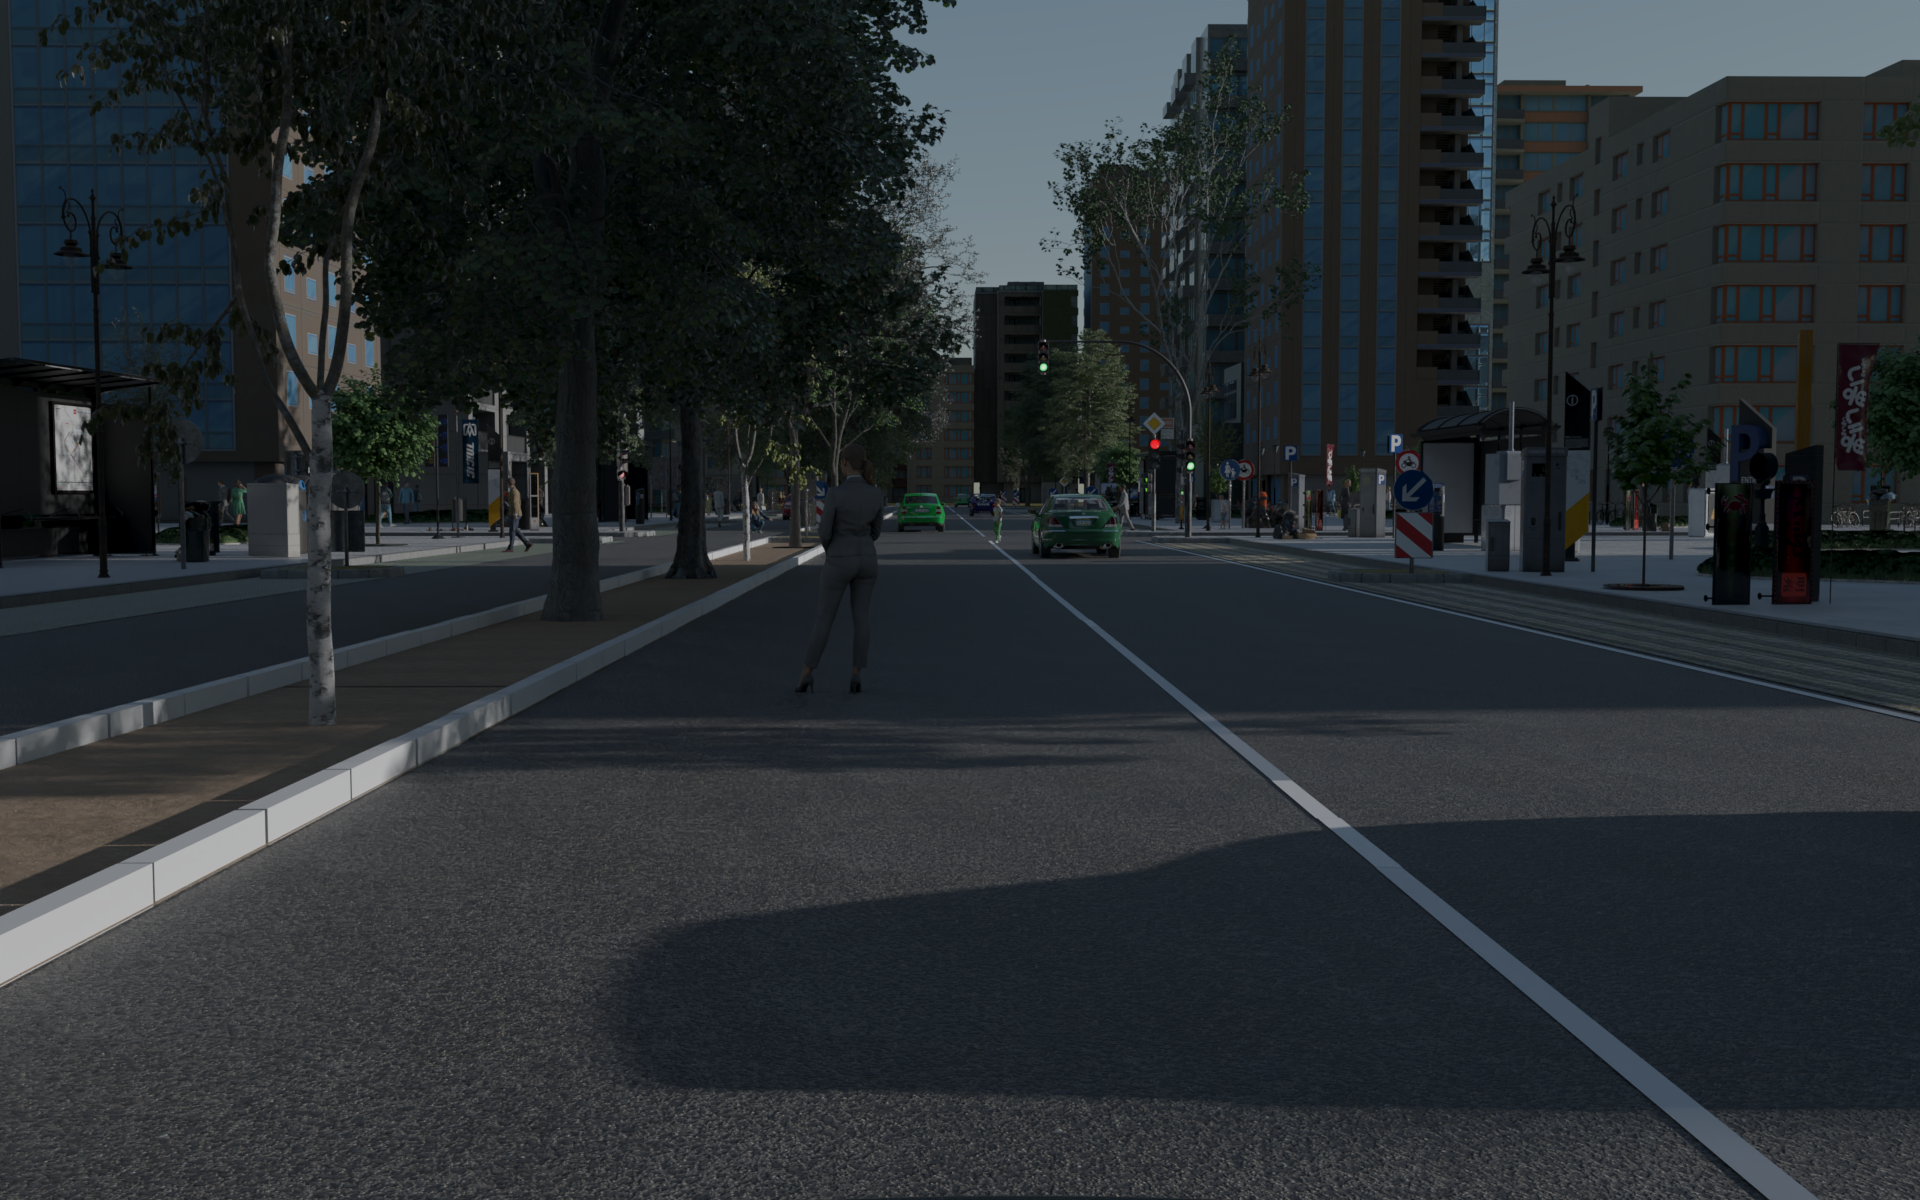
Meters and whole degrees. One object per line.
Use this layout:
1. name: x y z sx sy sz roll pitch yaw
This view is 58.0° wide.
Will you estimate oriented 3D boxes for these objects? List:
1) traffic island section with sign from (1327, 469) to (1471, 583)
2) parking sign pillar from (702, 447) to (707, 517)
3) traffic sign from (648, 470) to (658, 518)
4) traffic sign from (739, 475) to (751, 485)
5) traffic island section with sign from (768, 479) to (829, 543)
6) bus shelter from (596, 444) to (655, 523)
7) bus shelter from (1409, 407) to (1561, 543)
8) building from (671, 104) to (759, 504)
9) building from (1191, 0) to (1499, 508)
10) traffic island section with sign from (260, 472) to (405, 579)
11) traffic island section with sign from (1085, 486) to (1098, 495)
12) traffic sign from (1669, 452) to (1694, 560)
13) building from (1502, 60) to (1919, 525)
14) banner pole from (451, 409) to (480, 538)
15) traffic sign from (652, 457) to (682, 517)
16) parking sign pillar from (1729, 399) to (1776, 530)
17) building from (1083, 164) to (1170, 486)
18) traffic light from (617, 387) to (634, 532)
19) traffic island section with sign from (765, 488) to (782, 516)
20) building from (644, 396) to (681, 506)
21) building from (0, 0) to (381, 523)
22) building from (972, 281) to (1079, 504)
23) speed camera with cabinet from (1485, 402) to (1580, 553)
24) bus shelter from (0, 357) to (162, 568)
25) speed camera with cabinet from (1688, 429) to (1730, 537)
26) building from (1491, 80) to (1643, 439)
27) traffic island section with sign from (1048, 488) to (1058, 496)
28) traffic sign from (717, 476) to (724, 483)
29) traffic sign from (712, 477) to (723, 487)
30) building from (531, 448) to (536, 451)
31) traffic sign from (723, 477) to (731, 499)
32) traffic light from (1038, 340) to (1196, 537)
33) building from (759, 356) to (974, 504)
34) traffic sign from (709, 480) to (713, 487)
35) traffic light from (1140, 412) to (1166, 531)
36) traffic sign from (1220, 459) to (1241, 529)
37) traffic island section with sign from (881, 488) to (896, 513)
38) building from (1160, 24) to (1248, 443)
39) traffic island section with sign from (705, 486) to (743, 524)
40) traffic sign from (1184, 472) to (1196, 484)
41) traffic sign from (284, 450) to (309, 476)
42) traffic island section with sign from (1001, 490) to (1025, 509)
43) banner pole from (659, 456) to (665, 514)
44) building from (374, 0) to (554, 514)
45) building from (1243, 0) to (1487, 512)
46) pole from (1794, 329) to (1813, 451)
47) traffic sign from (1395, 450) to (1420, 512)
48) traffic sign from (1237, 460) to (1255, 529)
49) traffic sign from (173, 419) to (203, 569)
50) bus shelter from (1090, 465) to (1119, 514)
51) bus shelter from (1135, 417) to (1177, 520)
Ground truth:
1. traffic island section with sign: 7.162 -1.220 28.576 1.989 1.847 2.006 0 4 -1
2. parking sign pillar: -15.204 -6.760 98.998 1.447 3.967 1.447 -1 4 -10
3. traffic sign: -16.539 -5.661 92.670 0.768 2.556 0.104 0 4 4
4. traffic sign: -14.107 -6.954 113.806 0.768 2.556 0.104 0 3 0
5. traffic island section with sign: -4.634 -2.657 51.580 2.006 1.907 1.989 0 4 -1
6. bus shelter: -15.628 -5.499 81.190 1.731 3.624 6.357 0 4 -1
7. bus shelter: 12.902 -3.002 43.008 2.014 3.302 5.546 0 4 -1
8. building: -41.642 -42.741 240.812 28.212 58.520 21.231 0 4 -1
9. building: 33.227 -51.159 149.113 22.319 86.520 31.000 0 4 -1
10. traffic island section with sign: -10.777 -1.308 30.013 1.989 1.847 2.006 0 4 -1
11. traffic island section with sign: 6.269 -4.659 84.801 1.989 1.847 2.006 0 4 -1
12. traffic sign: 13.926 -2.063 33.837 0.768 2.556 0.104 0 4 3
13. building: 45.870 -14.735 85.956 28.899 21.520 27.650 0 4 -1
14. banner pole: -14.547 -3.725 50.914 0.863 3.779 0.401 -1 4 -21
15. traffic sign: -15.759 -6.168 94.714 2.265 3.308 0.079 1 4 8
16. parking sign pillar: 22.126 -3.663 48.363 1.447 3.967 1.447 -1 4 -17
17. building: 24.565 -35.970 238.217 14.200 45.320 14.600 0 4 -1
18. traffic light: -9.441 -5.168 59.156 4.771 5.953 1.251 0 4 -1
19. traffic island section with sign: -12.077 -6.301 111.653 1.989 1.847 2.006 0 4 -1
20. building: -45.628 -34.485 183.444 30.456 49.044 23.786 0 4 -1
21. building: -36.631 -26.361 81.116 14.600 45.320 14.200 0 4 -1
22. building: 8.847 -28.560 238.651 14.107 30.474 14.160 0 4 -1
23. speed camera with cabinet: 12.447 -2.647 37.609 2.038 3.252 0.660 -1 4 -16
24. bus shelter: -17.111 -2.539 32.793 1.731 3.624 6.357 0 4 -1
25. speed camera with cabinet: 22.732 -3.526 51.979 2.038 3.252 0.660 -2 4 -34
26. building: 61.087 -32.517 186.278 28.867 44.769 22.147 0 4 -1
27. traffic island section with sign: 5.856 -6.307 111.753 1.989 1.847 2.006 0 4 -1
28. traffic sign: -16.872 -7.384 120.839 0.768 2.556 0.104 0 4 0
29. traffic sign: -14.603 -6.252 104.350 0.606 2.300 0.079 0 4 0
30. building: -39.972 -37.022 147.302 21.231 58.520 28.212 0 4 -1
31. traffic sign: -17.704 -7.996 130.840 0.768 2.556 0.104 0 4 5
32. traffic light: 4.664 -4.683 51.233 4.771 5.953 1.251 0 4 -1
33. building: -12.768 -24.509 245.767 28.899 21.520 27.650 0 4 -1
34. traffic sign: -19.123 -8.203 134.130 0.884 2.594 0.081 0 4 3
35. traffic light: 6.628 -4.310 59.391 0.839 4.253 0.868 0 4 -1
36. traffic sign: 9.908 -3.883 63.594 0.768 2.556 0.104 0 4 7
37. traffic island section with sign: -5.944 -7.705 134.115 2.006 1.907 1.989 0 4 -1
38. building: 33.180 -34.332 180.931 23.786 49.044 30.456 0 4 -1
39. traffic island section with sign: -11.643 -4.653 84.702 1.989 1.847 2.006 0 4 -1
40. traffic sign: 12.840 -5.937 97.173 0.768 2.556 0.104 0 4 8
41. traffic sign: -15.535 -2.351 40.568 0.606 2.300 0.079 0 4 6
42. traffic island section with sign: 5.058 -9.335 161.248 1.989 1.847 2.006 0 4 -1
43. banner pole: -19.140 -7.484 112.383 0.863 3.779 0.401 -1 4 -15
44. building: -36.257 -40.925 107.381 20.563 71.187 20.611 0 4 -1
45. building: 29.168 -29.183 127.257 14.600 45.320 14.200 0 4 -1
46. pole: 10.498 -1.698 21.603 0.158 3.312 0.155 0 3 0
47. traffic sign: 12.873 -3.036 49.753 0.768 2.556 0.104 0 4 7
48. traffic sign: 10.525 -3.923 64.243 0.768 2.556 0.104 0 4 4
49. traffic sign: -13.255 -1.797 29.491 0.768 2.556 0.104 0 4 7
50. bus shelter: 9.330 -6.957 107.671 2.014 3.302 5.546 0 4 -1
51. bus shelter: 10.178 -6.768 88.280 2.179 5.291 8.768 0 4 -1
